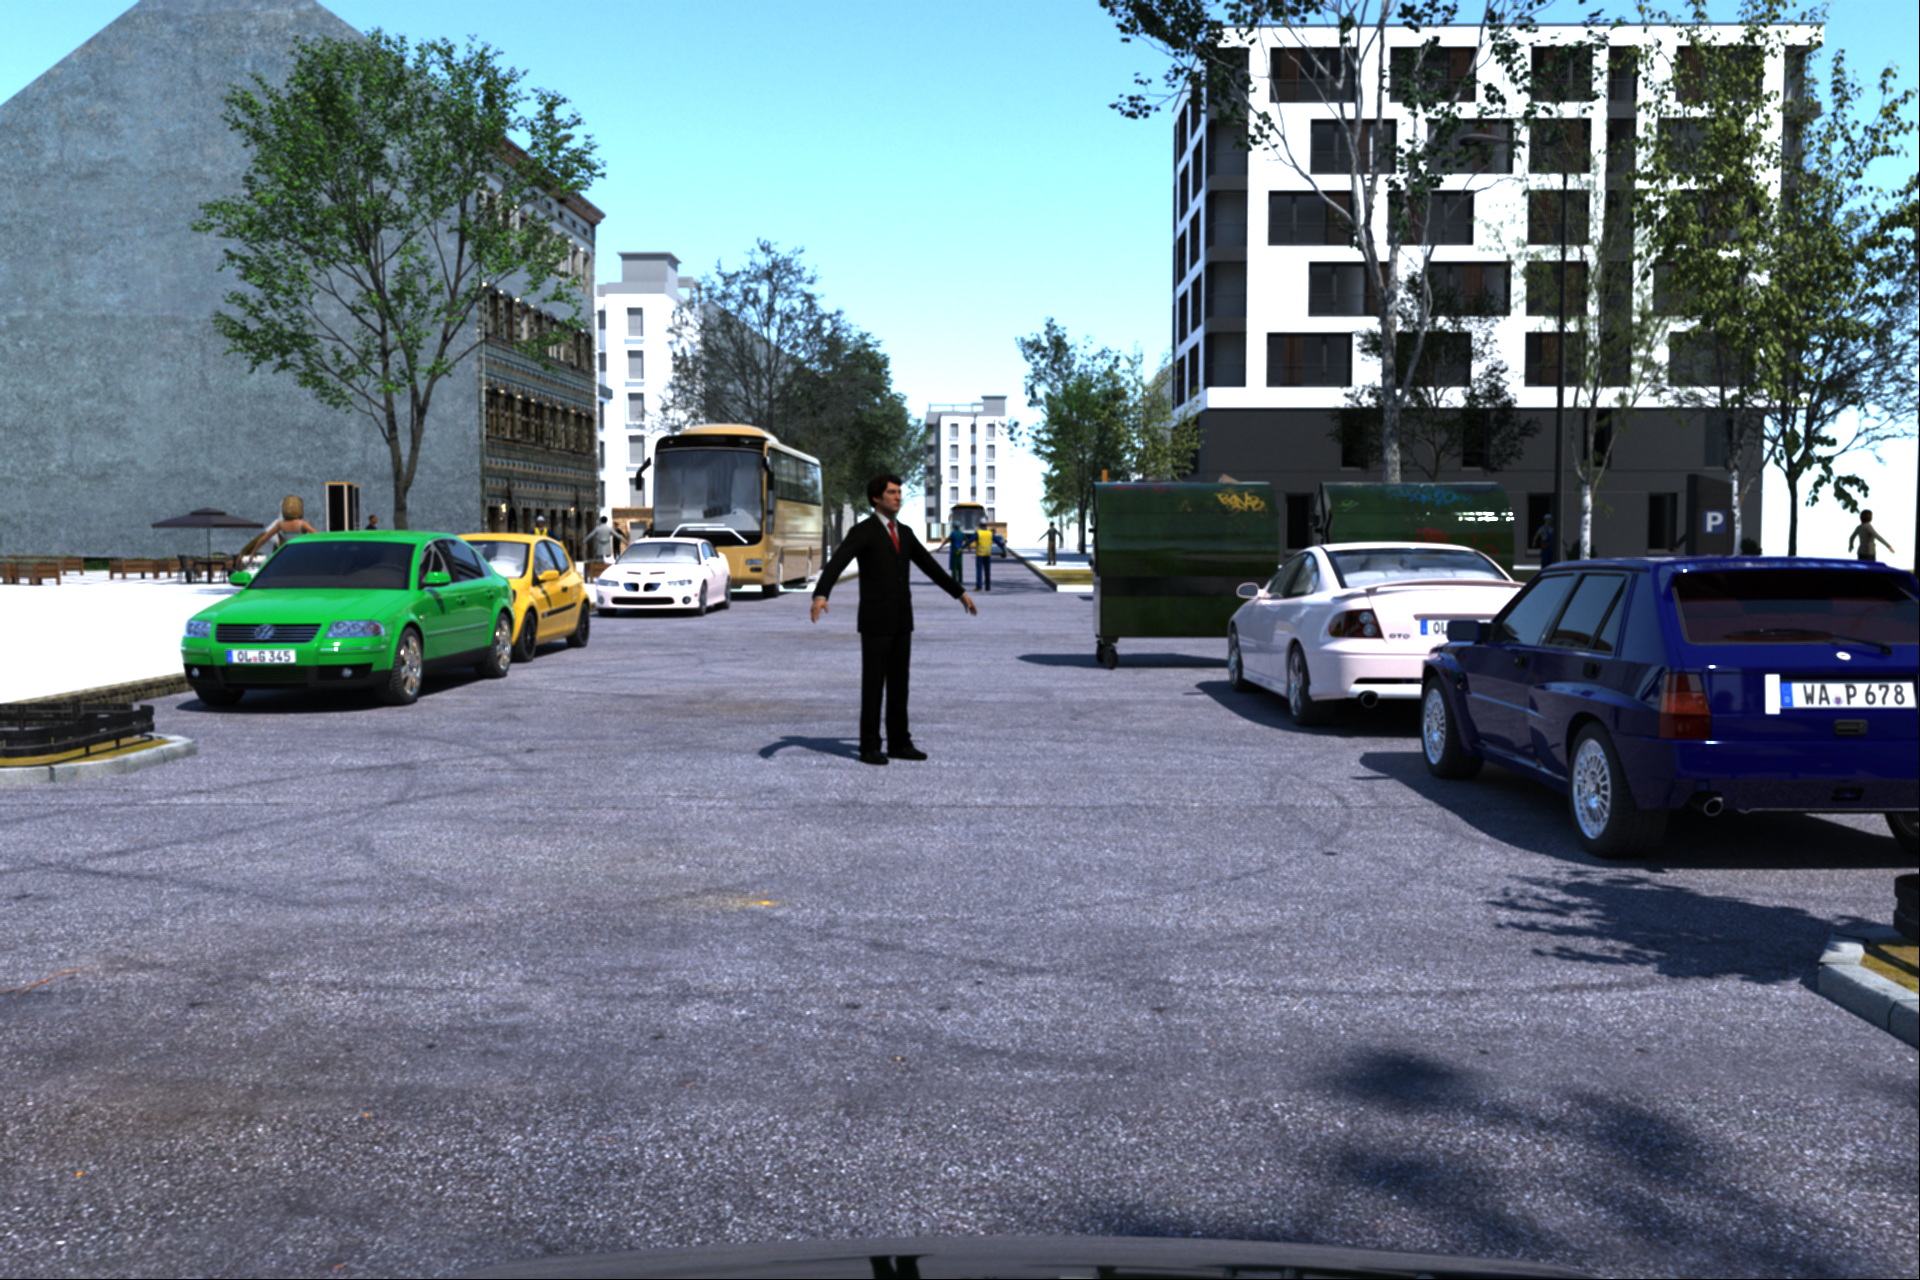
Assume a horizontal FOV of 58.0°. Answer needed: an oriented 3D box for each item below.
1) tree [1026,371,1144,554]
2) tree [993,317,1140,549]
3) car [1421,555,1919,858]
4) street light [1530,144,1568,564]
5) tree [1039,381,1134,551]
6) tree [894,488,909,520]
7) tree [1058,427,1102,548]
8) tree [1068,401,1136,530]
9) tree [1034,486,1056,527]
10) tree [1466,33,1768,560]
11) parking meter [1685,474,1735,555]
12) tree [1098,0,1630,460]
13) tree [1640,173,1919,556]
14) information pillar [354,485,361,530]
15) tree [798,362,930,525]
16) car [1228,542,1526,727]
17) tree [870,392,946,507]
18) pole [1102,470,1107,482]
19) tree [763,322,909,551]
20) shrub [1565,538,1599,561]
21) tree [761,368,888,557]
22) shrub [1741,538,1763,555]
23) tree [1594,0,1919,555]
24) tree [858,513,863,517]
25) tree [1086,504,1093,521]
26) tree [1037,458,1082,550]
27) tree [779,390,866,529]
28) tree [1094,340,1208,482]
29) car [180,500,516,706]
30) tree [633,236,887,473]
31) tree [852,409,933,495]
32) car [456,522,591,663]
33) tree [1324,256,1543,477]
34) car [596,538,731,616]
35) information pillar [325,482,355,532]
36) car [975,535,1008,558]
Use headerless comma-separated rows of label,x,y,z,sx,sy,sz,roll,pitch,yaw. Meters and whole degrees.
tree,7.887,-11.269,110.009,9.928,11.665,9.643,0,3,0
tree,9.229,-17.934,149.113,12.611,20.169,13.585,0,3,0
car,3.645,0.219,9.005,1.945,1.354,3.894,0,4,0
street light,7.575,-2.919,20.264,1.470,5.913,1.316,0,4,1
tree,9.273,-12.832,127.922,7.486,12.596,7.792,0,3,0
tree,-8.399,-17.345,233.947,4.360,8.622,3.978,0,3,0
tree,8.294,-10.357,119.701,4.360,8.622,3.978,0,3,0
tree,7.680,-8.936,96.473,4.360,8.622,3.978,0,3,0
tree,12.670,-17.342,233.900,4.360,8.622,3.978,0,3,0
tree,9.391,-4.657,26.506,4.360,8.622,3.978,0,3,0
parking meter,7.307,-0.684,16.900,0.399,1.863,0.255,0,4,1
tree,8.264,-11.120,37.709,12.611,20.169,13.585,0,3,0
tree,28.939,-9.142,59.848,12.009,13.543,11.850,0,3,0
information pillar,-9.248,-1.326,26.172,0.304,2.012,0.304,0,4,1
tree,-7.207,-12.814,119.872,12.009,13.543,11.850,0,3,0
car,3.412,-0.118,14.286,2.083,1.381,4.827,0,4,0
tree,-6.521,-14.649,149.873,12.009,13.543,11.850,0,3,0
pole,4.591,-3.742,55.026,0.158,3.312,0.155,0,3,0
tree,-7.517,-12.199,106.114,9.857,13.997,8.962,0,3,0
shrub,19.849,-2.704,55.321,1.383,1.207,1.383,0,3,0
tree,-7.364,-9.884,96.013,7.601,10.594,8.767,1,4,16
shrub,25.765,-2.786,56.668,1.383,1.207,1.383,0,3,0
tree,9.731,-4.330,21.160,4.737,8.622,4.395,0,3,0
tree,-17.359,-20.262,237.936,9.857,13.997,8.962,0,3,0
tree,18.913,-17.324,233.604,4.360,8.622,3.978,0,3,0
tree,8.641,-11.418,137.045,4.360,8.622,3.978,0,3,0
tree,-7.610,-8.474,88.912,4.360,8.622,3.978,0,3,0
tree,7.276,-7.116,66.701,4.737,8.622,4.395,0,3,0
car,-5.442,-0.434,15.885,1.959,1.807,4.718,0,4,1
tree,-7.893,-9.808,70.731,12.009,13.543,11.850,0,3,0
tree,-6.259,-12.957,137.601,9.928,11.665,9.643,0,3,0
car,-5.609,-0.630,20.532,2.015,1.641,3.980,0,4,1
tree,15.925,-7.602,58.701,7.601,10.594,8.767,0,4,5
car,-5.351,-1.182,31.694,2.083,1.381,4.827,0,4,1
information pillar,-8.858,-1.242,24.806,0.304,2.012,0.304,0,4,1
car,1.893,-5.652,104.407,2.014,1.417,4.499,0,4,0
